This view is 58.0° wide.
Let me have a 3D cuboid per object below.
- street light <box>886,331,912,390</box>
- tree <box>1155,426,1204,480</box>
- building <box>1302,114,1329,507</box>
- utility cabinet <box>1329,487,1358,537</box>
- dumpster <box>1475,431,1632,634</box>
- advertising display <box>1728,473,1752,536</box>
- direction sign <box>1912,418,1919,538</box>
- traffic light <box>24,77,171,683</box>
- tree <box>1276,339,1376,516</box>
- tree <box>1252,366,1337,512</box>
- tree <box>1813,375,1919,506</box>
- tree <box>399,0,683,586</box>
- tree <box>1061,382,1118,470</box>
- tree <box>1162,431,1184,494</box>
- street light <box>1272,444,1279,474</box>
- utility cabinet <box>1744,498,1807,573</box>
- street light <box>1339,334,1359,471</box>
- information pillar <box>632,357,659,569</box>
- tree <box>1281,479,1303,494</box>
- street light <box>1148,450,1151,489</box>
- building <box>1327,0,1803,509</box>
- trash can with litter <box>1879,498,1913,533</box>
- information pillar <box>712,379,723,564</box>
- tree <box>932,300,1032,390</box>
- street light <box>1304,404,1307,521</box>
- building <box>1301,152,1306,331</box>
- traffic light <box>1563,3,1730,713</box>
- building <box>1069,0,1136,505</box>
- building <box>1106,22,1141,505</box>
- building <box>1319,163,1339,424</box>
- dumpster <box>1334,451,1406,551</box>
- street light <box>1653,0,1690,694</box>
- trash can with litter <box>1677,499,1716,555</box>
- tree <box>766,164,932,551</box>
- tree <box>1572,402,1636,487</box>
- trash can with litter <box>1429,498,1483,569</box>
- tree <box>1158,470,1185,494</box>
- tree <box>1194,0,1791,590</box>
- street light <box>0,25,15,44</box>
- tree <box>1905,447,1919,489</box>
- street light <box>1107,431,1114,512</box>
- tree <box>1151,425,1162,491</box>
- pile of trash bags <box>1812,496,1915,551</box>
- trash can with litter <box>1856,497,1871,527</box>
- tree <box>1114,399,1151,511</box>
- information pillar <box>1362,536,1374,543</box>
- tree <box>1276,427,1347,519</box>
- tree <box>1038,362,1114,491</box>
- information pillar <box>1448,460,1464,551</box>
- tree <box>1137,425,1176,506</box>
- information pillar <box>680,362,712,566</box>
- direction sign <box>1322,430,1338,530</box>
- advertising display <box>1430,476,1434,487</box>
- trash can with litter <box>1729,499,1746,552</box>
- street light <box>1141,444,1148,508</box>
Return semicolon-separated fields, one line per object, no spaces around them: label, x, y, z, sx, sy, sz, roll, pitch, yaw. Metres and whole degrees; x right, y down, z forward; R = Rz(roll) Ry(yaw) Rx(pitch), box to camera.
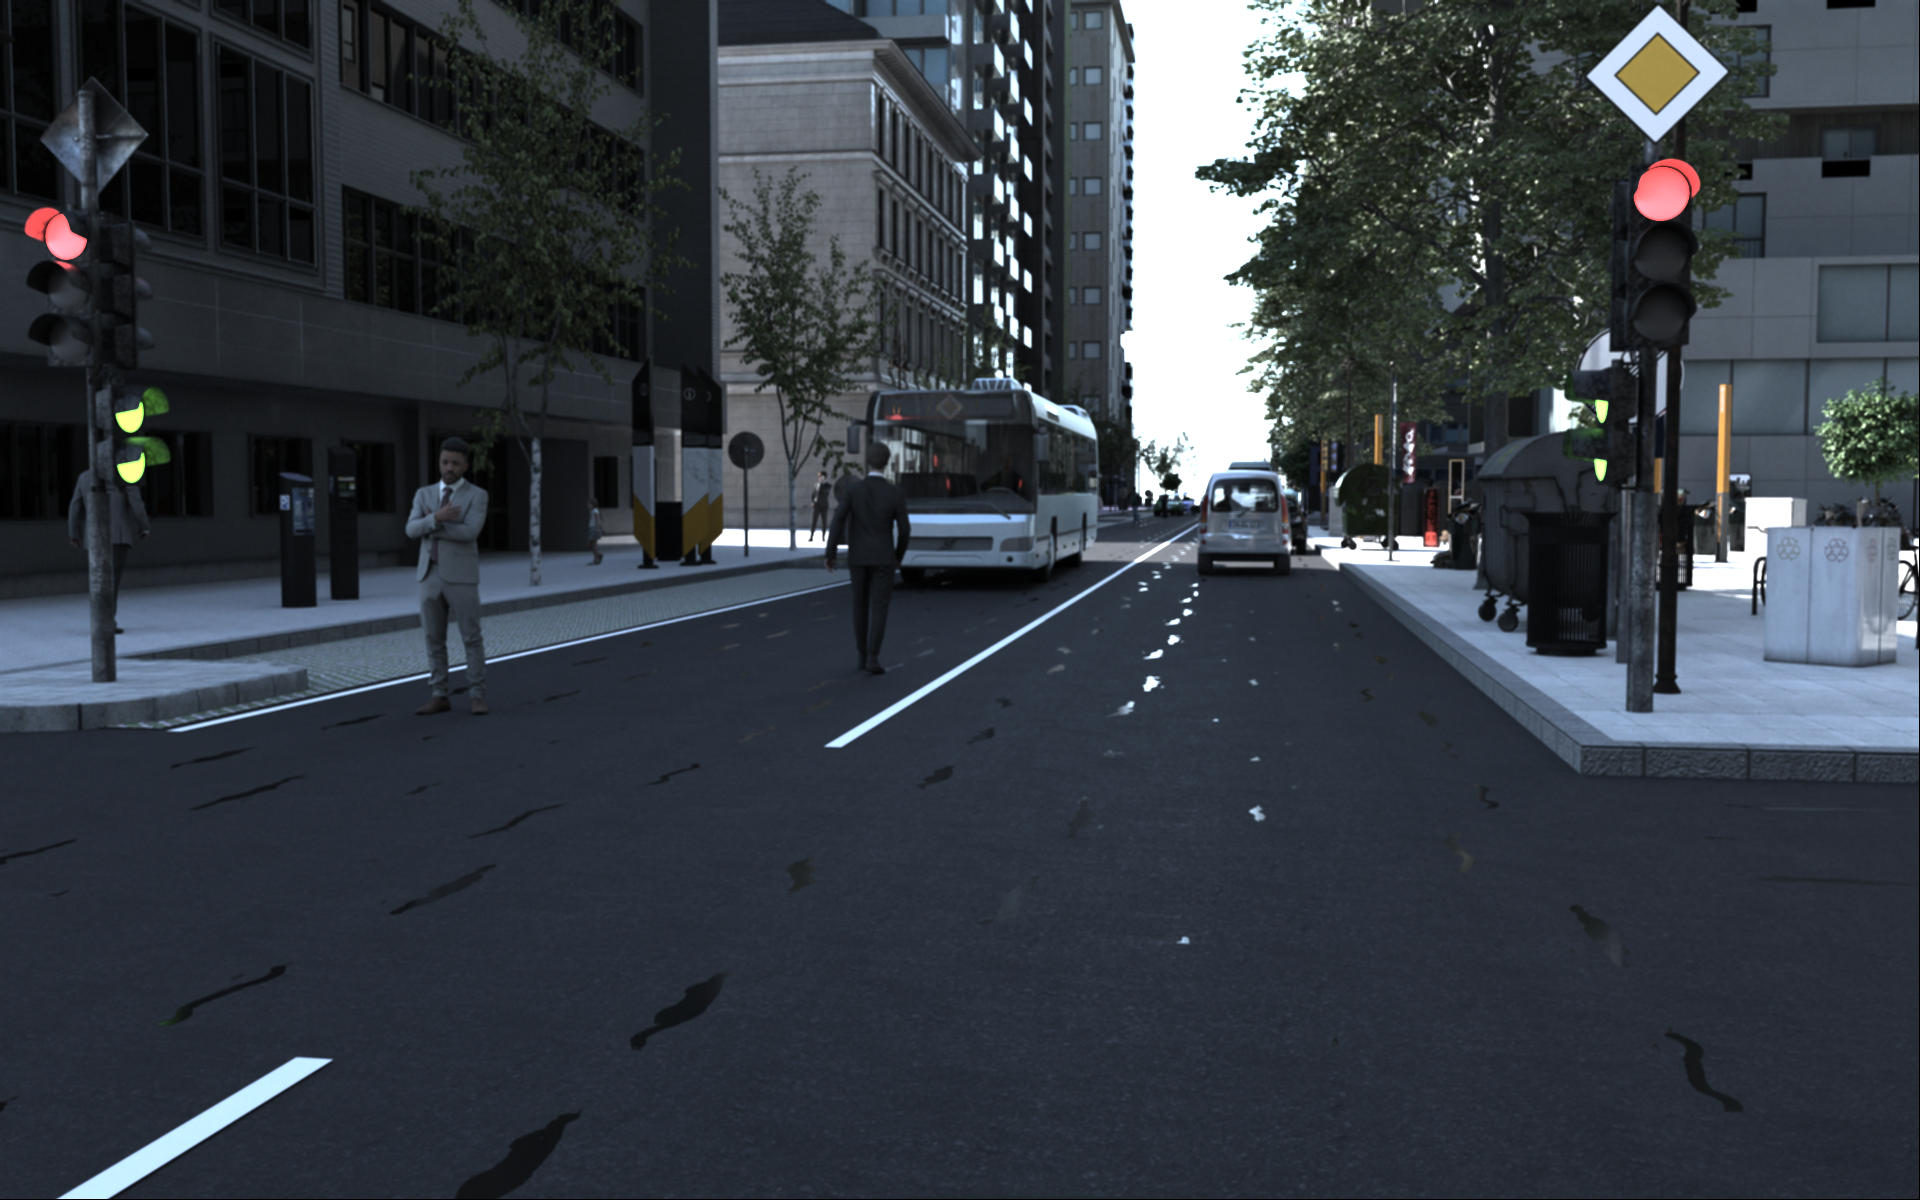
street light;-1.716;-4.673;49.194;0.468;5.910;1.993;1;4;9
tree;30.119;-18.591;238.378;7.601;10.594;8.767;1;4;19
building;42.889;-30.384;180.377;14.154;41.232;14.086;1;4;9
utility cabinet;11.589;-2.623;51.572;1.173;1.500;0.318;2;4;34
dumpster;5.706;-0.665;16.630;1.264;1.857;1.865;1;4;9
advertising display;23.904;-2.954;53.505;0.974;1.923;0.123;2;4;30
direction sign;28.142;-3.609;51.001;0.379;3.537;0.876;0;4;2
traffic light;-5.837;-1.395;11.724;0.839;4.253;0.868;1;4;9
tree;16.206;-7.570;74.132;4.360;8.622;3.978;0;3;0
tree;18.239;-8.706;92.702;4.737;8.622;4.395;0;3;0
tree;25.389;-3.934;48.040;4.285;4.588;4.351;0;3;0
tree;-5.870;-4.516;24.196;4.737;8.622;4.395;0;3;0
tree;8.197;-9.959;113.192;4.737;8.622;4.395;0;3;0
tree;23.968;-15.472;203.328;4.360;8.622;3.978;0;3;0
street light;30.789;-11.957;168.291;0.468;5.910;1.993;1;4;9
utility cabinet;13.167;-1.029;27.979;0.306;1.237;1.020;-1;4;-18
street light;10.626;-4.565;47.421;0.468;5.910;1.993;1;4;9
information pillar;-5.432;-2.350;29.774;0.504;3.616;0.183;3;5;40
tree;21.787;-7.216;112.582;1.663;3.219;1.824;0;3;0
street light;18.643;-12.135;171.192;0.468;5.910;1.993;1;4;9
building;40.835;-32.760;124.866;28.713;52.752;27.495;1;4;9
trash can with litter;28.890;-2.578;53.537;1.055;1.170;0.624;1;4;10
information pillar;-4.583;-2.464;31.637;0.504;3.616;0.183;-2;4;-33
tree;0.519;-7.033;65.353;4.737;8.622;4.395;0;3;0
street light;16.725;-6.791;83.821;0.468;5.910;1.993;1;4;9
building;50.896;-33.397;200.672;22.147;44.769;28.867;1;4;9
traffic light;3.993;-1.296;10.111;0.839;4.253;0.868;1;4;9
building;3.777;-36.571;187.178;28.713;52.752;27.495;1;4;9
building;11.766;-55.173;214.749;22.319;86.520;31.000;1;4;9
building;37.650;-22.961;147.120;14.160;30.474;14.107;1;4;9
dumpster;9.457;-2.295;40.010;1.502;2.255;1.985;1;4;9
street light;4.563;-2.338;11.016;0.468;5.910;1.993;1;4;9
trash can with litter;15.463;-1.534;36.461;0.624;1.170;1.055;-2;4;-27
tree;-3.660;-5.418;38.953;4.737;8.622;4.395;0;3;0
tree;12.540;-2.403;33.895;1.663;3.219;1.824;0;3;0
trash can with litter;8.435;-1.114;29.598;0.624;1.170;1.055;-2;4;-25
tree;27.478;-14.732;224.582;4.285;4.588;4.351;0;3;0
tree;7.072;-6.438;23.382;7.486;12.596;7.792;0;3;0
street light;-7.673;-2.445;12.772;0.468;5.910;1.993;1;4;9
tree;20.545;-2.529;35.958;1.663;3.219;1.824;0;3;0
street light;10.842;-9.285;124.600;0.468;5.910;1.993;1;4;9
tree;15.524;-12.641;157.039;4.360;8.622;3.978;0;3;0
pile of trash bags;21.365;-1.828;39.633;3.447;1.369;1.912;2;4;25
trash can with litter;23.052;-2.039;44.394;1.678;1.210;2.233;0;4;-2
tree;11.862;-11.084;131.580;4.360;8.622;3.978;0;3;0
information pillar;10.793;-2.523;45.740;0.304;2.012;0.304;1;4;13
tree;17.702;-6.399;88.340;4.285;4.588;4.351;0;3;0
tree;5.863;-8.908;96.008;4.360;8.622;3.978;0;3;0
information pillar;10.613;-1.991;37.047;0.304;2.012;0.304;1;4;17
tree;20.423;-14.164;181.941;4.737;8.622;4.395;0;3;0
information pillar;-4.754;-2.421;30.939;0.504;3.616;0.183;-2;4;-28
direction sign;13.054;-4.233;61.200;0.379;3.537;0.876;-2;4;-24
advertising display;17.119;-3.528;62.901;0.123;1.923;0.974;1;4;14
trash can with litter;17.452;-1.641;38.222;0.624;1.170;1.055;-1;4;-22
street light;16.948;-11.511;160.998;0.468;5.910;1.993;1;4;9
